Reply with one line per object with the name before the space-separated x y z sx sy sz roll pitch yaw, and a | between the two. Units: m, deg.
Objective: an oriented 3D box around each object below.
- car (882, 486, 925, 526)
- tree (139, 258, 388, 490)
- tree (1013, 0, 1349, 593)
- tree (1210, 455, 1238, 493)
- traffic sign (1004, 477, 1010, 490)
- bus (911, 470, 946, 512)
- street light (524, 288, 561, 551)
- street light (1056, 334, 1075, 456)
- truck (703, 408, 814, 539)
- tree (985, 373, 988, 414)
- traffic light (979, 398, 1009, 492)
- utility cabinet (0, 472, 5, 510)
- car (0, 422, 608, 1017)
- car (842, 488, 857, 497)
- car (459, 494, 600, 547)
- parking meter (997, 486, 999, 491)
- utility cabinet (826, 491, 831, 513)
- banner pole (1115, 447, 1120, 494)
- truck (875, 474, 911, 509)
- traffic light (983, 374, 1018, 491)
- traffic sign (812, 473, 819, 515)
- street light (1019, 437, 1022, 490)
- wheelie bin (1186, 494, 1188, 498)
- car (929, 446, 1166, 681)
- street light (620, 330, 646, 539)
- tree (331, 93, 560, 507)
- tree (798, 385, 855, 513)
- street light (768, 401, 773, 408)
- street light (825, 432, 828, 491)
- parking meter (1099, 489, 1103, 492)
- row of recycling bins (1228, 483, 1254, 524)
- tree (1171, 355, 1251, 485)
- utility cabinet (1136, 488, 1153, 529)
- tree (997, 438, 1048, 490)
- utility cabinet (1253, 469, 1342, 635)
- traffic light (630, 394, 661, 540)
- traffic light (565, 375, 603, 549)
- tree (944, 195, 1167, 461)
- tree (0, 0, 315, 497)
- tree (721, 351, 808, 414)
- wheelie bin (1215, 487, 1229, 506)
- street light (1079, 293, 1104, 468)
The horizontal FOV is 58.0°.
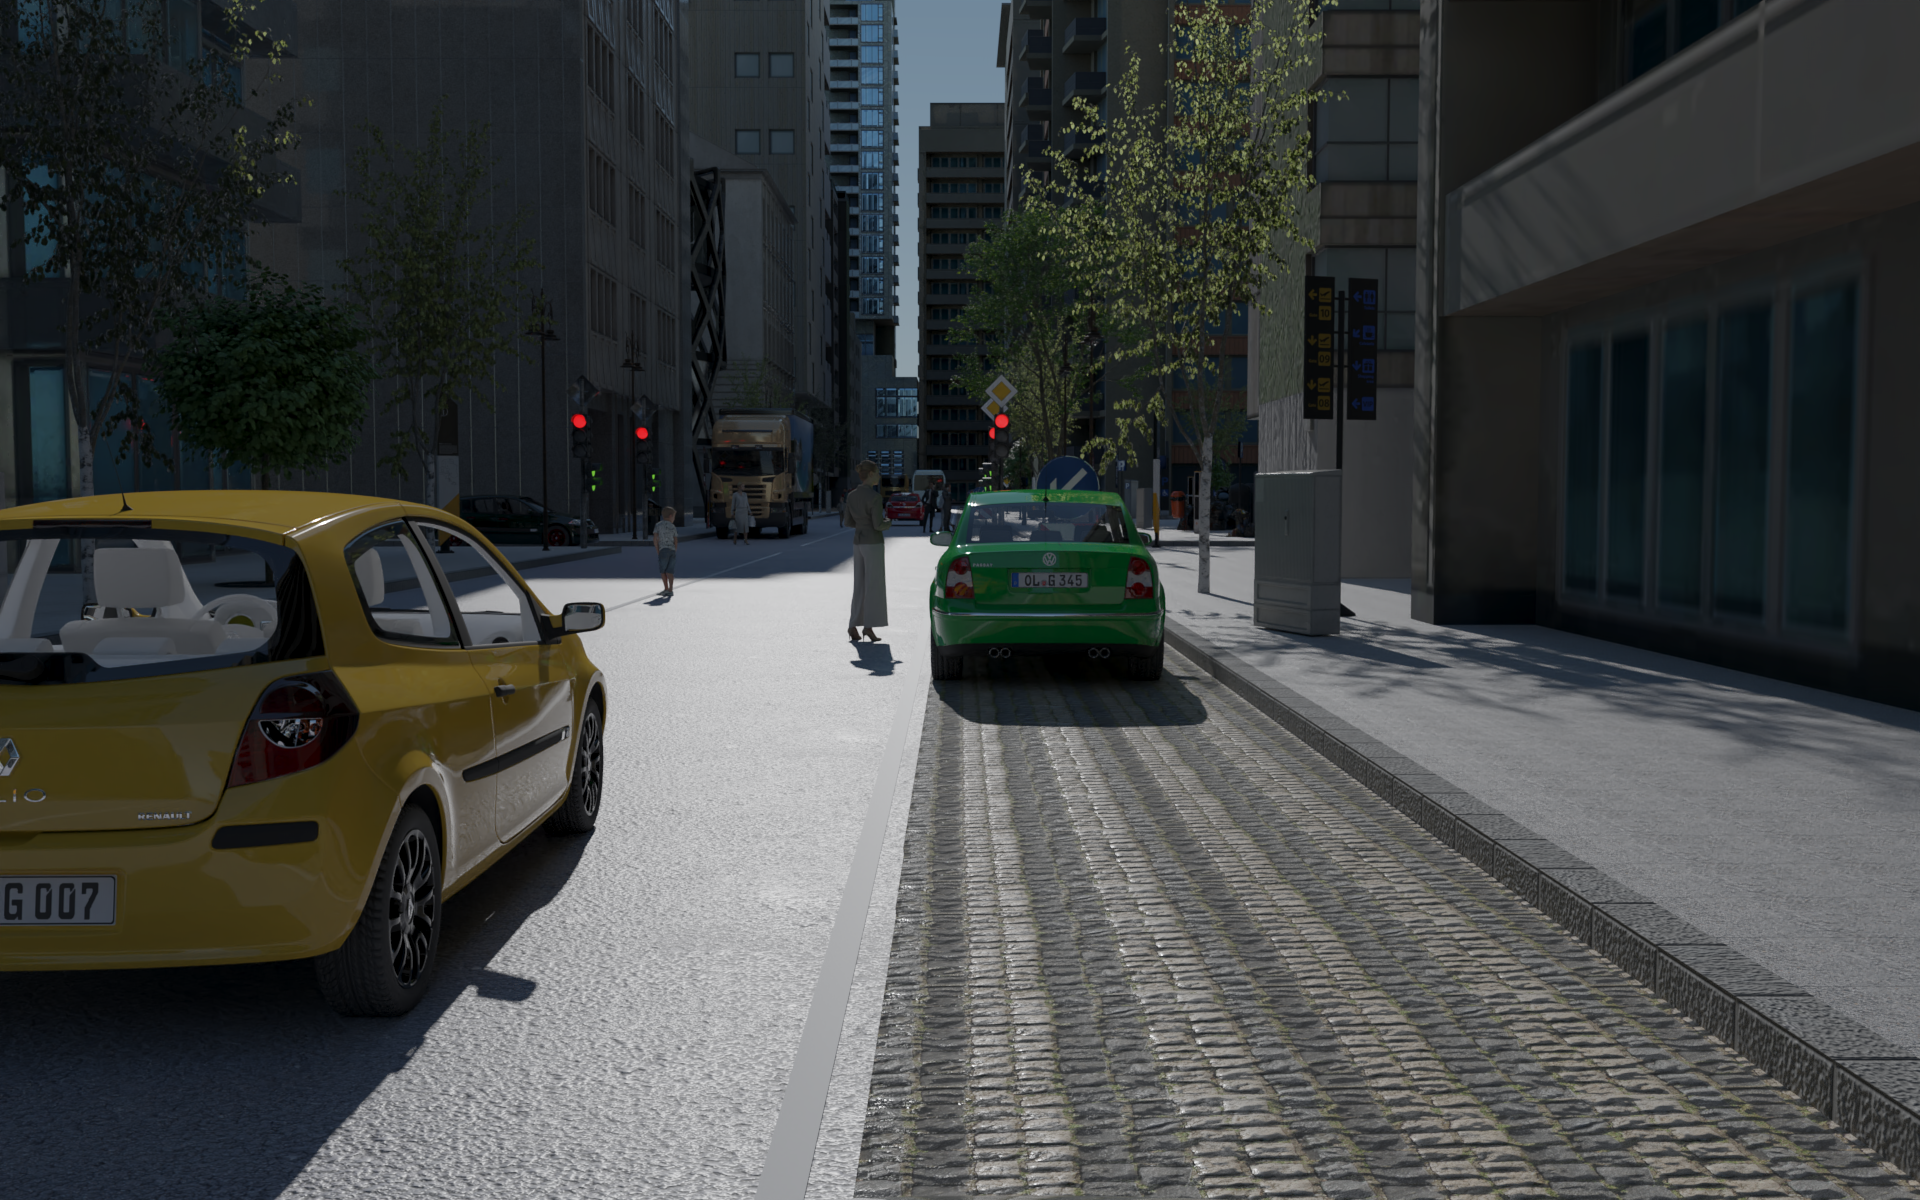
car | -2.494 -4.278 78.982 2.155 1.783 4.494 0 4 -1
tree | -9.705 -2.487 24.369 4.285 4.588 4.351 0 3 0
tree | 3.068 -4.410 22.468 4.360 8.622 3.978 0 3 0
tree | 12.528 -5.501 84.538 1.663 3.219 1.824 0 3 0
traffic sign | 2.668 -5.969 98.780 0.795 2.450 0.064 0 4 7
bus | -2.512 -8.841 139.411 2.948 3.499 13.247 0 4 -1
street light | -9.371 -4.051 39.016 0.468 5.910 1.993 0 3 0
street light | 3.057 -4.744 50.357 0.468 5.910 1.993 0 3 0
truck | -6.650 -4.281 58.911 2.839 4.237 11.283 0 4 0
tree | 3.114 -7.128 66.911 4.360 8.622 3.978 0 3 0
traffic light | 0.955 -3.658 48.734 0.839 4.253 0.868 0 3 0
utility cabinet | -9.634 -0.496 16.794 0.318 1.500 1.173 -1 4 -10
car | -2.373 0.249 6.156 2.015 1.641 3.980 0 4 -1
car | -6.298 -6.145 109.137 2.281 1.827 5.304 0 4 -2
car | -11.463 -2.135 44.698 4.222 1.686 2.009 0 4 -1
parking meter | 2.615 -6.623 113.992 0.399 1.863 0.255 0 4 1
utility cabinet | -8.779 -6.542 115.641 0.318 1.500 1.173 0 4 -3
banner pole | 8.403 -6.265 92.448 0.401 3.779 0.863 -1 4 -10
truck | -6.402 -10.596 169.165 3.469 3.379 9.791 0 4 0
traffic light | 0.956 -3.170 40.749 0.839 4.253 0.868 0 3 0
traffic sign | -8.988 -6.446 105.504 0.768 2.556 0.104 0 4 1
street light | 3.032 -6.982 86.949 0.468 5.910 1.993 0 3 0
wheelie bin | 11.217 -4.564 82.531 0.980 1.594 0.693 2 4 25
car | 0.694 -0.356 14.618 1.959 1.807 4.718 0 4 1
street light | -9.228 -4.659 48.961 0.468 5.910 1.993 0 3 0
tree | -9.968 -5.047 32.875 4.737 8.622 4.395 0 3 0
tree | -9.200 -10.168 116.602 4.360 8.622 3.978 0 3 0
street light | -9.371 -6.912 85.804 0.468 5.910 1.993 0 3 0
street light | -9.380 -9.155 122.474 0.468 5.910 1.993 0 3 0
parking meter | 6.798 -4.675 84.852 0.372 1.533 0.369 0 3 0
row of recycling bins | 11.225 -3.619 66.282 1.069 1.692 3.534 2 4 29
tree | 13.121 -8.567 90.434 4.737 8.622 4.395 0 3 0
utility cabinet | 6.794 -3.378 63.908 0.318 1.500 1.173 1 4 21
tree | 3.683 -6.605 91.713 4.285 4.588 4.351 0 3 0
utility cabinet | 3.106 -0.451 16.049 0.318 1.500 1.173 -1 4 -16
traffic light | -8.856 -3.657 48.717 0.839 4.253 0.868 0 3 0
traffic light | -8.855 -3.169 40.732 0.839 4.253 0.868 0 3 0
tree | 3.280 -8.162 59.205 9.928 11.665 9.643 0 3 0
tree | -9.539 -4.214 19.263 4.360 8.622 3.978 0 3 0
tree | -10.339 -8.531 89.836 4.737 8.622 4.395 0 3 0
wheelie bin | 11.137 -3.989 73.132 0.693 1.594 0.980 -1 4 -17
street light | 3.029 -4.109 39.964 0.468 5.910 1.993 0 3 0
